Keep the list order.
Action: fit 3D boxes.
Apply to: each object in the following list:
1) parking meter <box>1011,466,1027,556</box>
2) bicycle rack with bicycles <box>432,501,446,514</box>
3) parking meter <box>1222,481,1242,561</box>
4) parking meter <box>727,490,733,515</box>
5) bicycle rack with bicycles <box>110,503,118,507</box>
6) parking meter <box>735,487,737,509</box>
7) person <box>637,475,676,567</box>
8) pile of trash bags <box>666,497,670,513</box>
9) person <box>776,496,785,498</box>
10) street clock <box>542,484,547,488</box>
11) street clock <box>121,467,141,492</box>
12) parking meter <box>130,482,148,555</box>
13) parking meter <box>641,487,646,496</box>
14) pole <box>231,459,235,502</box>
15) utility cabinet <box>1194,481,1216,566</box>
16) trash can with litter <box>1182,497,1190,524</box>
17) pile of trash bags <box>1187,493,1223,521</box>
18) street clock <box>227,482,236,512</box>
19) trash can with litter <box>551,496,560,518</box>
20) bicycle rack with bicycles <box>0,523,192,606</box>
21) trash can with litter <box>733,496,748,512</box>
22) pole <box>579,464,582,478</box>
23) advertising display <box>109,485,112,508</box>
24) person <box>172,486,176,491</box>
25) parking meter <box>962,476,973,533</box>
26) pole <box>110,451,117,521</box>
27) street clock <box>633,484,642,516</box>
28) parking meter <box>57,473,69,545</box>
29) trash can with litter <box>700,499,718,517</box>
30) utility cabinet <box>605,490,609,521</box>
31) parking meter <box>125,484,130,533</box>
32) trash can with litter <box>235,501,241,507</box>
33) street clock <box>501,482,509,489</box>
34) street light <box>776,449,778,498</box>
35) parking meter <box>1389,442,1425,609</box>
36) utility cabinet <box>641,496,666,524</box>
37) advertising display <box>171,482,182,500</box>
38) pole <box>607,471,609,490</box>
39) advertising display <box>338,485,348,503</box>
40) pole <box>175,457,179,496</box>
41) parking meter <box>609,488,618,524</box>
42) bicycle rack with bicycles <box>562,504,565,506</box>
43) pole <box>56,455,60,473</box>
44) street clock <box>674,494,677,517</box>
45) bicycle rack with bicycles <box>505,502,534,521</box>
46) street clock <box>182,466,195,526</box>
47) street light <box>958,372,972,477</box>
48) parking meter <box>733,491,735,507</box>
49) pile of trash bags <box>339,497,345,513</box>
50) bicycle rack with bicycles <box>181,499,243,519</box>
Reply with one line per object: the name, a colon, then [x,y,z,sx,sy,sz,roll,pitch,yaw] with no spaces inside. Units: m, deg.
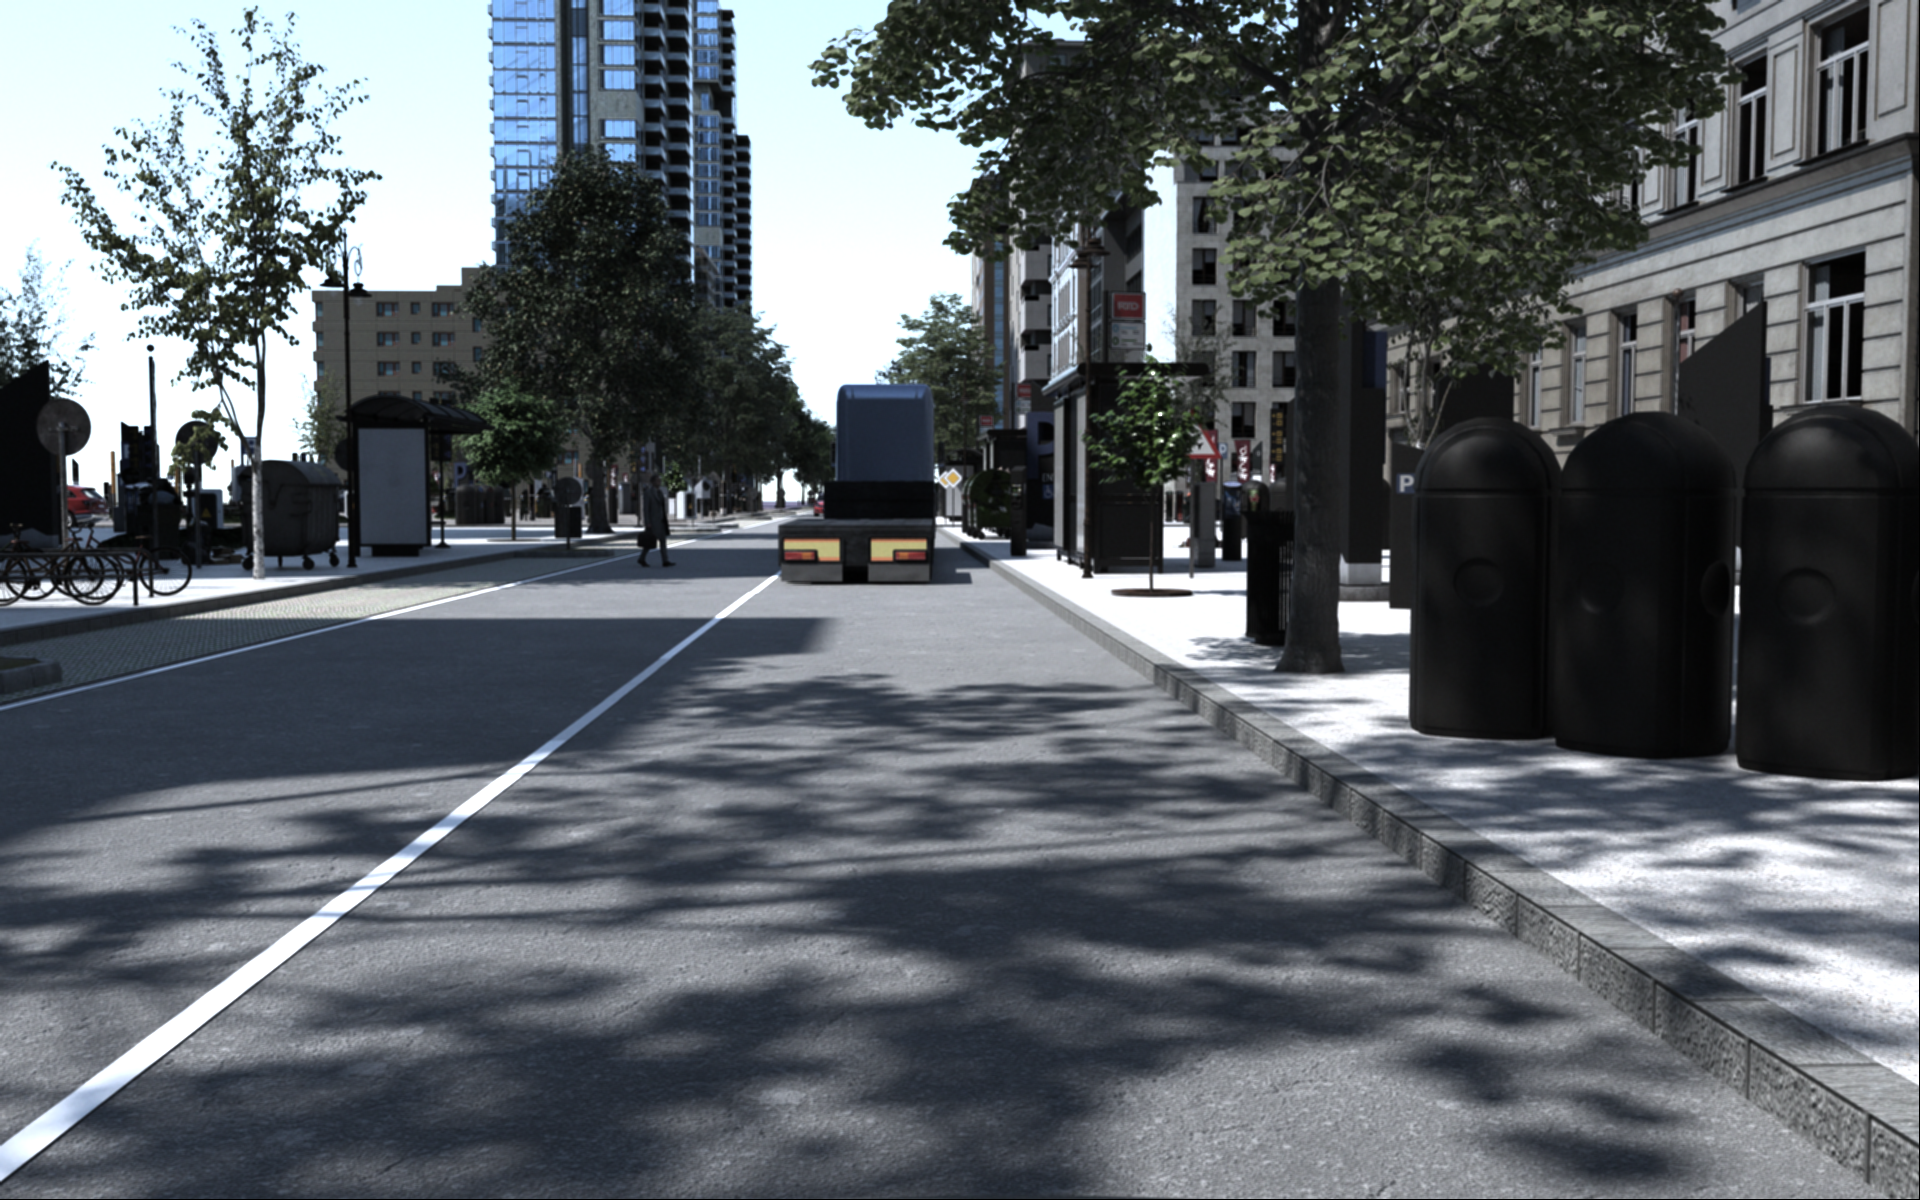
parking meter: [1.215,-1.848,35.933,0.255,1.863,0.399,1,4,17]
bicycle rack with bicycles: [-36.346,-6.481,119.341,2.925,0.926,2.852,-1,4,-9]
parking meter: [5.247,-1.528,33.397,0.372,1.533,0.369,0,3,0]
parking meter: [-14.440,-6.027,106.954,0.372,1.533,0.369,0,3,0]
bicycle rack with bicycles: [-63.149,-7.037,128.444,2.852,0.926,2.925,2,4,33]
parking meter: [-18.750,-8.538,145.308,0.255,1.863,0.399,0,4,4]
person: [-5.991,-1.563,34.160,0.767,1.812,0.694,2,4,27]
pile of trash bags: [-20.341,-6.520,116.350,1.912,1.369,3.447,-2,4,-26]
person: [-23.488,-13.298,226.653,1.217,1.736,0.721,0,4,-6]
street clock: [-29.260,-7.162,121.663,0.358,2.002,0.471,2,4,25]
street clock: [-22.538,-2.604,47.139,0.471,2.002,0.358,-1,4,-19]
parking meter: [-17.125,-1.709,36.349,0.372,1.533,0.369,0,3,0]
parking meter: [-25.582,-8.217,140.053,0.255,1.863,0.399,-3,5,-43]
pole: [-42.277,-6.537,100.727,0.158,3.312,0.155,0,3,0]
utility cabinet: [4.307,-1.350,30.757,0.318,1.500,1.173,0,4,1]
trash can with litter: [10.034,-3.844,74.236,1.055,1.170,0.624,2,4,32]
pile of trash bags: [12.458,-4.517,83.609,3.447,1.369,1.912,3,4,38]
street clock: [-41.449,-5.763,98.792,0.358,2.002,0.471,0,4,-7]
trash can with litter: [-22.157,-5.102,94.802,0.624,1.170,1.055,0,4,-5]
bicycle rack with bicycles: [-10.774,-0.432,20.451,2.925,0.926,2.852,-1,4,-18]
trash can with litter: [-15.862,-6.998,125.802,1.055,1.170,0.624,2,4,30]
pole: [-25.647,-7.535,117.041,0.158,3.312,0.155,0,3,0]
advertising display: [-59.482,-7.114,121.519,0.123,1.923,0.974,-1,4,-11]
person: [-30.512,-3.545,67.136,0.731,1.740,0.598,0,4,8]
parking meter: [0.274,-3.143,57.105,0.399,1.863,0.255,-1,4,-12]
pole: [-39.950,-5.377,81.750,0.158,3.312,0.155,0,3,0]
street clock: [-18.687,-5.868,100.506,0.358,2.002,0.471,3,4,36]
parking meter: [-22.755,-2.326,43.738,0.399,1.863,0.255,-2,4,-30]
trash can with litter: [-14.285,-5.329,98.517,1.055,1.170,0.624,0,4,-5]
utility cabinet: [-16.672,-4.462,81.633,0.318,1.500,1.173,0,4,-8]
parking meter: [-20.792,-2.152,43.593,0.372,1.533,0.369,0,3,0]
trash can with litter: [-49.765,-6.659,119.924,2.233,1.210,1.678,1,4,14]
street clock: [-27.474,-6.121,104.641,0.471,2.002,0.358,0,4,1]
street light: [-15.827,-10.848,150.154,0.468,5.910,1.993,0,4,-3]
parking meter: [5.033,-0.835,19.368,0.399,1.863,0.255,2,4,30]
utility cabinet: [-12.940,-3.793,73.185,1.020,1.237,0.306,0,4,-4]
advertising display: [-43.785,-5.600,96.774,0.974,1.923,0.123,3,4,39]
pole: [-20.363,-6.508,100.245,0.158,3.312,0.155,0,3,0]
advertising display: [-43.629,-7.158,122.248,0.123,1.923,0.974,3,4,36]
pole: [-42.845,-6.172,94.749,0.158,3.312,0.155,0,3,0]
parking meter: [-14.987,-4.062,74.826,0.372,1.533,0.369,0,3,0]
bicycle rack with bicycles: [-25.529,-5.932,110.366,2.852,0.926,2.925,3,4,36]
pole: [-23.420,-3.137,45.133,0.158,3.312,0.155,0,3,0]
street clock: [-16.185,-5.768,98.877,0.471,2.002,0.358,0,4,1]
bicycle rack with bicycles: [-21.447,-4.277,83.316,2.852,0.926,2.925,0,4,-4]
street clock: [-20.133,-2.489,45.260,0.358,2.002,0.471,-1,4,-19]
street light: [0.189,-5.669,65.474,0.468,5.910,1.993,0,4,-3]
parking meter: [-19.461,-8.552,148.237,0.372,1.533,0.369,0,3,0]
pile of trash bags: [-44.493,-6.784,120.670,3.447,1.369,1.912,-1,4,-8]
bicycle rack with bicycles: [-36.567,-4.365,84.757,2.925,0.926,2.852,3,4,39]
